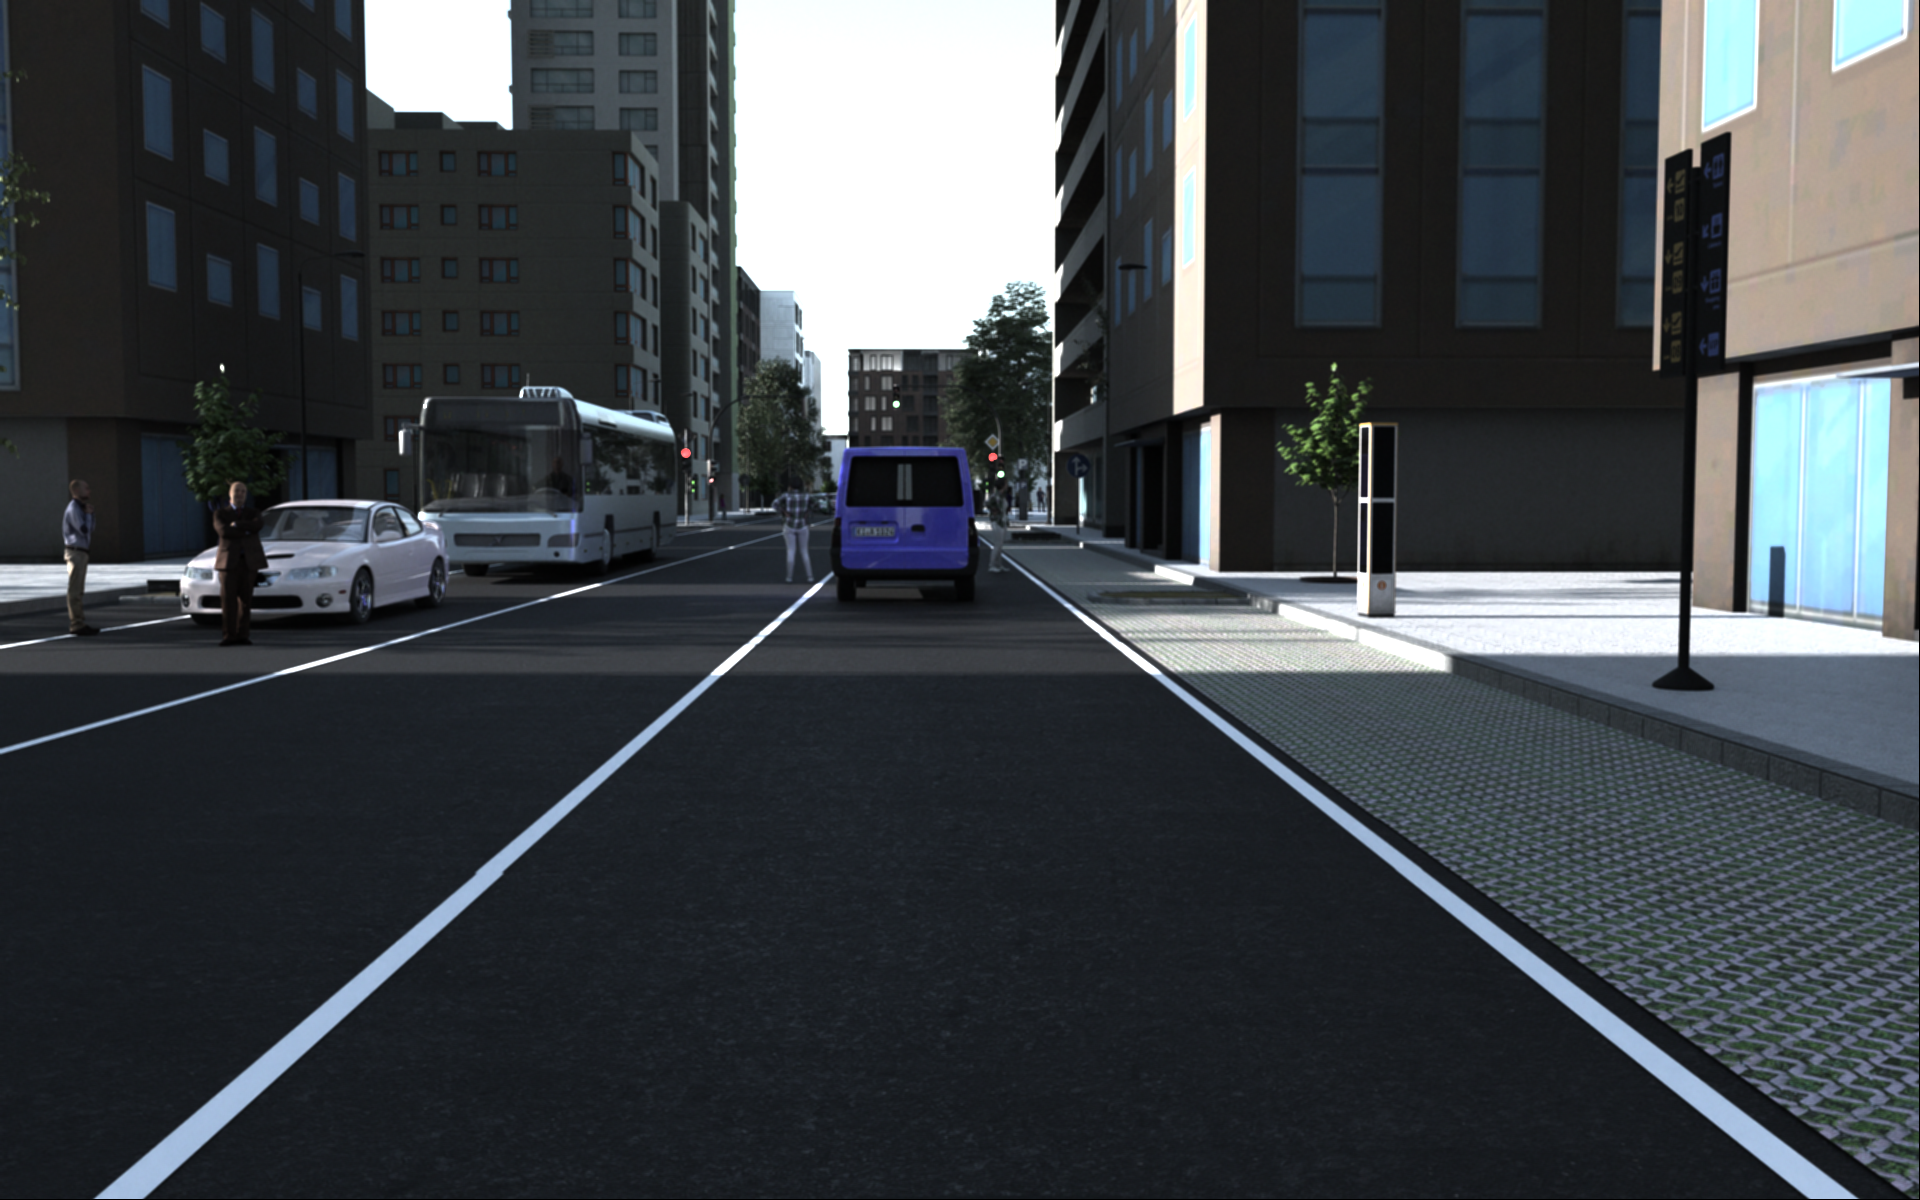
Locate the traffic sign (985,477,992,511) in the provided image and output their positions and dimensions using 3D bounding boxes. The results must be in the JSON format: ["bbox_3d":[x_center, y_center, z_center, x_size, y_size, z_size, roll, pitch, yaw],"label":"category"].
[{"bbox_3d":[2.218,-7.880,128.937,0.768,2.556,0.104,0,4,7],"label":"traffic sign"}]

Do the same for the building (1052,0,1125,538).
[{"bbox_3d":[14.676,-26.670,59.750,21.300,48.544,21.600,0,4,-1],"label":"building"}]

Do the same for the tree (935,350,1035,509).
[{"bbox_3d":[2.494,-14.982,151.611,9.857,13.997,8.962,0,3,0],"label":"tree"}]

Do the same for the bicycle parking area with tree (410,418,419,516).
[{"bbox_3d":[-21.342,-4.939,67.758,9.016,4.147,8.231,0,4,-7],"label":"bicycle parking area with tree"}]

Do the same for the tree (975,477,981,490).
[{"bbox_3d":[2.244,-10.250,162.182,1.663,3.219,1.824,0,3,0],"label":"tree"}]

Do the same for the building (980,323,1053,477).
[{"bbox_3d":[10.287,-20.825,196.915,16.016,20.091,11.380,0,4,-1],"label":"building"}]

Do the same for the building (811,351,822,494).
[{"bbox_3d":[-33.957,-21.755,222.153,31.486,18.905,16.747,0,4,-1],"label":"building"}]

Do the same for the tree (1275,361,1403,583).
[{"bbox_3d":[5.485,-1.884,25.412,1.663,3.219,1.824,0,3,0],"label":"tree"}]

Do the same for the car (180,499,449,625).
[{"bbox_3d":[-7.492,-0.500,20.531,2.083,1.381,4.827,0,4,0],"label":"car"}]

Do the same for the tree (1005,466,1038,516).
[{"bbox_3d":[3.904,-6.639,103.145,1.663,3.219,1.824,0,3,0],"label":"tree"}]

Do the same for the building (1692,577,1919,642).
[{"bbox_3d":[15.043,-22.124,11.835,14.600,45.320,14.200,0,4,-1],"label":"building"}]

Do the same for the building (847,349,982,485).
[{"bbox_3d":[0.257,-25.070,253.864,32.646,21.610,27.936,0,4,-1],"label":"building"}]

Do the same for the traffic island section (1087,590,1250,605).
[{"bbox_3d":[2.726,-0.022,23.222,1.991,0.108,1.994,0,4,-1],"label":"traffic island section"}]

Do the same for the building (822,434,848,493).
[{"bbox_3d":[-29.998,-18.485,244.376,28.070,9.664,9.099,0,4,-1],"label":"building"}]

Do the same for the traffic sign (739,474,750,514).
[{"bbox_3d":[-13.890,-6.824,111.676,0.768,2.556,0.104,0,4,5],"label":"traffic sign"}]

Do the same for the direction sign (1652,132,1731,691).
[{"bbox_3d":[4.789,-1.184,11.364,0.379,3.537,0.876,0,4,-2],"label":"direction sign"}]

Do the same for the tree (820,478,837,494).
[{"bbox_3d":[-17.201,-14.303,228.455,1.663,3.219,1.824,0,3,0],"label":"tree"}]

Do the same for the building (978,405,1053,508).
[{"bbox_3d":[7.096,-14.374,177.154,9.099,9.664,28.070,0,4,-1],"label":"building"}]

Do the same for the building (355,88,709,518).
[{"bbox_3d":[-29.707,-15.389,96.646,27.650,21.520,28.899,0,4,-1],"label":"building"}]

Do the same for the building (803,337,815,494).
[{"bbox_3d":[-25.197,-21.306,204.766,16.016,20.091,11.380,0,4,-1],"label":"building"}]

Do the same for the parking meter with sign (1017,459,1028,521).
[{"bbox_3d":[3.070,-5.395,84.470,0.543,3.016,1.738,0,4,1],"label":"parking meter with sign"}]

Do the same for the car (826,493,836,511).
[{"bbox_3d":[-9.360,-7.353,129.269,2.155,1.783,4.494,0,4,-3],"label":"car"}]

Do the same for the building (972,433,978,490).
[{"bbox_3d":[6.361,-16.827,217.270,9.099,9.664,28.070,0,4,-1],"label":"building"}]

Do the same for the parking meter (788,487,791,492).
[{"bbox_3d":[-14.527,-8.725,148.363,0.255,1.863,0.399,-1,4,-23],"label":"parking meter"}]

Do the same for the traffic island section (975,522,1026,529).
[{"bbox_3d":[1.704,-3.068,72.445,2.009,0.180,2.903,0,4,-1],"label":"traffic island section"}]

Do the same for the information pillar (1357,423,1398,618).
[{"bbox_3d":[4.349,-0.829,18.045,0.304,2.012,0.304,-1,4,-8],"label":"information pillar"}]

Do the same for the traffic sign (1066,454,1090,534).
[{"bbox_3d":[3.755,-3.359,55.031,0.768,2.556,0.104,0,4,1],"label":"traffic sign"}]

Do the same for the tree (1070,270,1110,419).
[{"bbox_3d":[5.099,-5.760,44.545,4.360,8.622,3.978,0,3,0],"label":"tree"}]

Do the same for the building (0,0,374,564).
[{"bbox_3d":[-22.156,-23.667,37.063,14.600,45.320,14.200,0,4,-1],"label":"building"}]

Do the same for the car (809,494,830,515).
[{"bbox_3d":[-9.803,-6.491,117.922,2.131,1.459,4.920,0,4,0],"label":"car"}]

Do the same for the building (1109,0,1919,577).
[{"bbox_3d":[10.670,-23.474,33.908,14.600,45.320,14.200,0,4,-1],"label":"building"}]

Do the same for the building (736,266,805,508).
[{"bbox_3d":[-30.454,-20.018,171.273,27.936,21.610,32.646,0,4,-1],"label":"building"}]

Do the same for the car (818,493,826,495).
[{"bbox_3d":[-13.226,-9.582,166.264,1.945,1.707,3.694,0,4,-3],"label":"car"}]

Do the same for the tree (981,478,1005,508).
[{"bbox_3d":[2.903,-8.119,127.351,1.663,3.219,1.824,0,3,0],"label":"tree"}]

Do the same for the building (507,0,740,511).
[{"bbox_3d":[-23.911,-27.034,125.608,14.154,41.232,14.086,0,4,-1],"label":"building"}]

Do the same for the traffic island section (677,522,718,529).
[{"bbox_3d":[-11.374,-3.052,72.178,2.009,0.180,2.903,0,4,-1],"label":"traffic island section"}]

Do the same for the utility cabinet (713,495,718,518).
[{"bbox_3d":[-13.453,-5.100,94.539,0.306,1.237,1.020,0,4,1],"label":"utility cabinet"}]

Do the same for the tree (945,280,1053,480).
[{"bbox_3d":[2.943,-10.651,92.274,7.486,12.596,7.792,0,3,0],"label":"tree"}]

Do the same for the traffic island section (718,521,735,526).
[{"bbox_3d":[-11.540,-3.540,80.162,2.009,0.180,2.903,0,4,-1],"label":"traffic island section"}]
